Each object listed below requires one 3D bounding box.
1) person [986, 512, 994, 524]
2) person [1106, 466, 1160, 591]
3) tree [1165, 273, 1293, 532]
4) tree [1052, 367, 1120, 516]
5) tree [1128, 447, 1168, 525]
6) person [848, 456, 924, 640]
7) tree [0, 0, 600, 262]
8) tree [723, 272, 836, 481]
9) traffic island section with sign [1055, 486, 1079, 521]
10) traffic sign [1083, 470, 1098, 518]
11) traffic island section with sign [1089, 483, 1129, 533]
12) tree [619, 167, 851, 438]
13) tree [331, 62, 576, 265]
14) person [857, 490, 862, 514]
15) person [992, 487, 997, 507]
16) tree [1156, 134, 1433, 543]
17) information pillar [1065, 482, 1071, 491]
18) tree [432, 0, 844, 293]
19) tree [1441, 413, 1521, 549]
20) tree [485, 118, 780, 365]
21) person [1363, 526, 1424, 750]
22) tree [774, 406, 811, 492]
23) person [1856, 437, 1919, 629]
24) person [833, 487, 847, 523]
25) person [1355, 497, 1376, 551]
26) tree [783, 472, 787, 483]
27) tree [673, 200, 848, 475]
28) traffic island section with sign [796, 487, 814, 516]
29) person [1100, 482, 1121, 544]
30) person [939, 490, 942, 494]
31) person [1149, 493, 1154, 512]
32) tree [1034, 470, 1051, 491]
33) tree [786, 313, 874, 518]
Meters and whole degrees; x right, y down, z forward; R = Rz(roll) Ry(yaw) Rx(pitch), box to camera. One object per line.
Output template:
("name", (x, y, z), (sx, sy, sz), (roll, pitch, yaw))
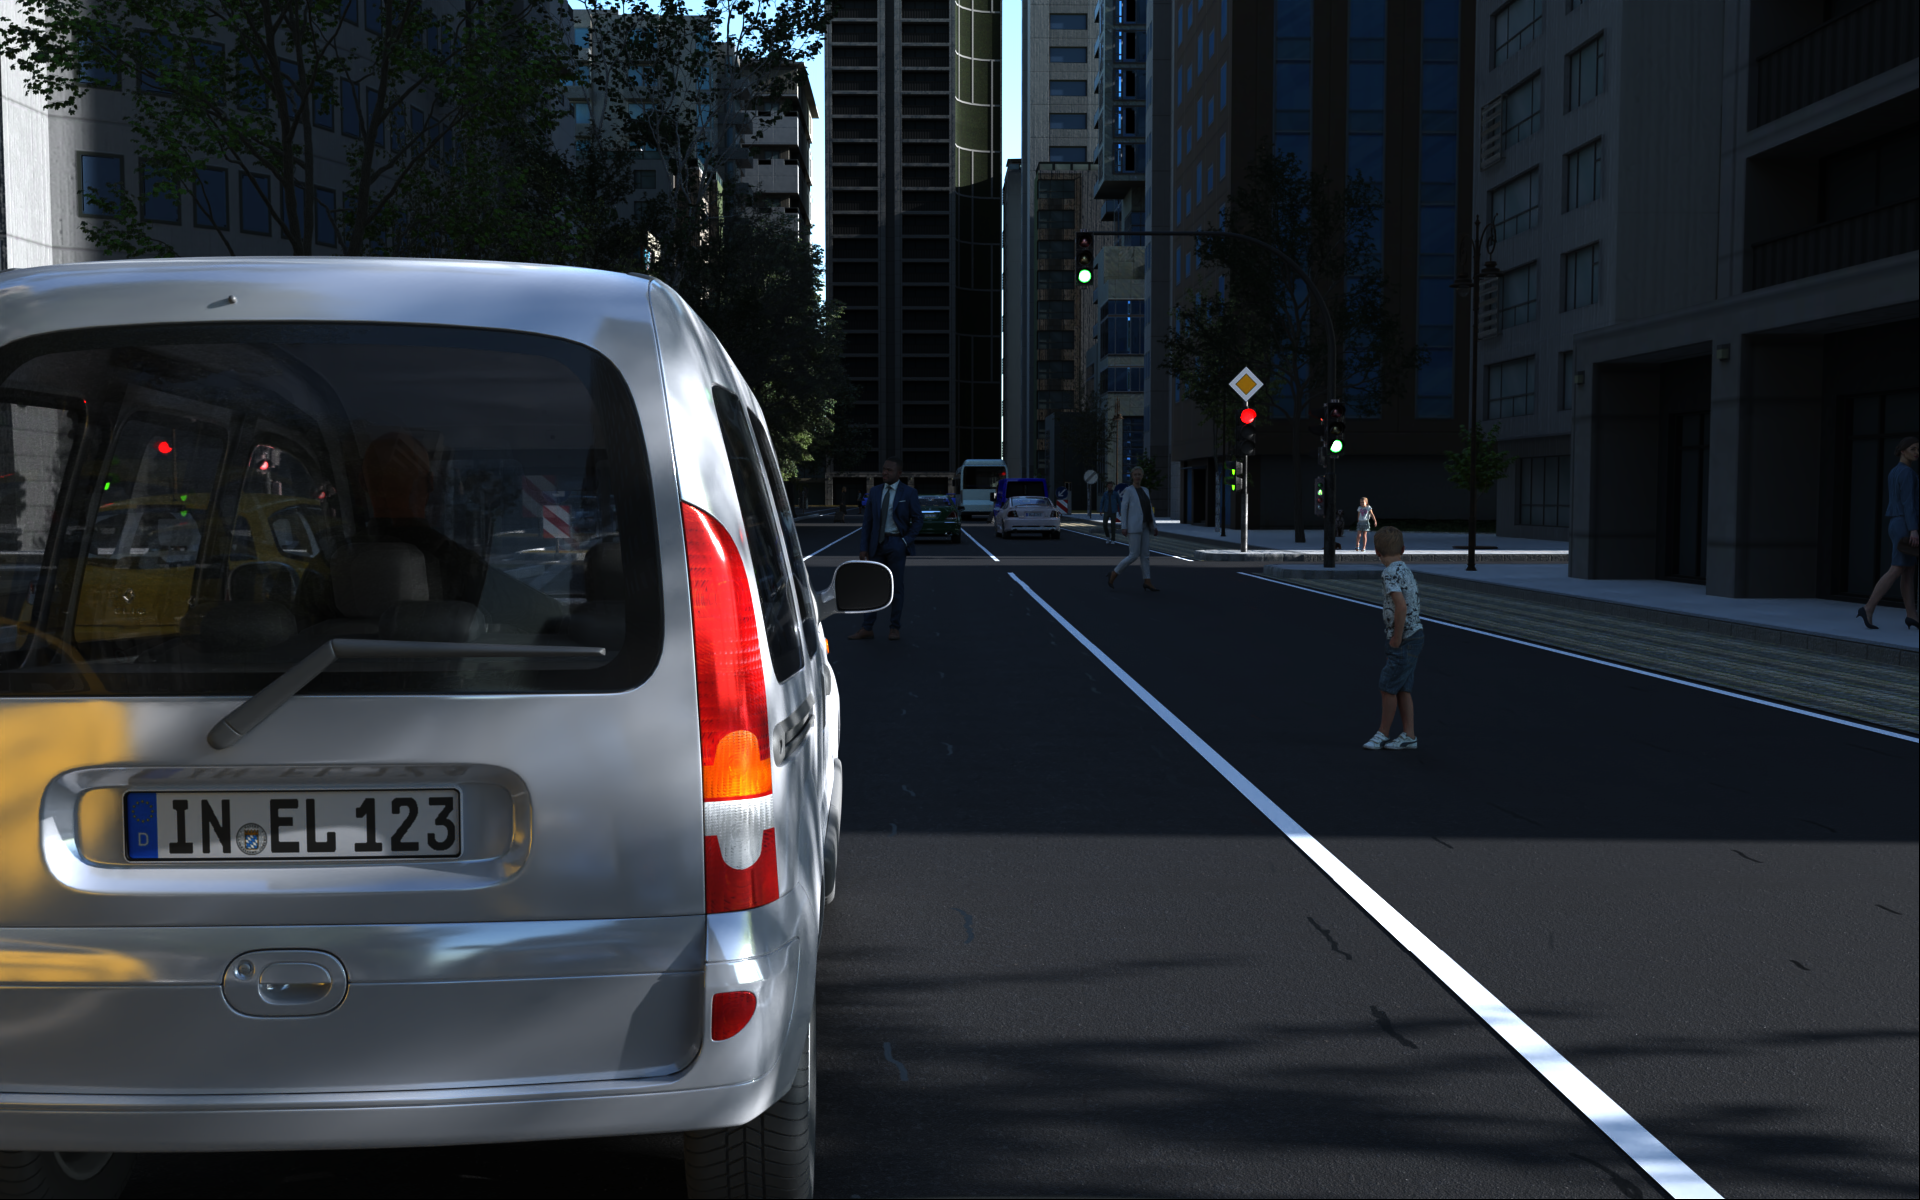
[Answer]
("person", (1.898, -4.587, 83.714), (1.509, 1.804, 0.699), (-3, 4, -38))
("person", (2.572, -1.055, 25.634), (0.818, 1.842, 0.514), (2, 4, 28))
("tree", (8.903, -6.594, 58.167), (4.737, 8.622, 4.395), (0, 3, 0))
("tree", (7.382, -9.120, 99.477), (4.360, 8.622, 3.978), (0, 3, 0))
("tree", (7.725, -4.683, 71.163), (1.663, 3.219, 1.824), (0, 3, 0))
("person", (-0.722, -0.516, 17.122), (0.721, 1.800, 0.419), (1, 4, 12))
("tree", (-7.903, -5.685, 21.156), (9.928, 11.665, 9.643), (0, 3, 0))
("tree", (-9.616, -10.036, 84.676), (7.486, 12.596, 7.792), (0, 3, 0))
("traffic island section with sign", (5.175, -5.030, 90.874), (1.989, 1.847, 2.006), (0, 4, -1))
("traffic sign", (6.861, -5.553, 90.898), (0.768, 2.556, 0.104), (0, 4, 6))
("traffic island section with sign", (5.764, -3.356, 63.498), (1.989, 1.847, 2.006), (0, 4, -1))
("tree", (-9.141, -9.299, 64.864), (12.009, 13.543, 11.850), (0, 3, 0))
("tree", (-8.415, -4.627, 28.468), (4.360, 8.622, 3.978), (0, 3, 0))
("person", (-7.360, -7.136, 125.954), (0.721, 1.735, 1.217), (0, 4, 3))
("person", (1.848, -4.512, 82.471), (0.583, 1.804, 0.606), (3, 5, 44))
("tree", (8.673, -6.800, 45.598), (7.601, 10.594, 8.767), (0, 4, 1))
("information pillar", (6.695, -6.288, 107.306), (0.304, 2.012, 0.304), (2, 4, 30))
("tree", (-10.199, -11.859, 52.249), (12.611, 20.169, 13.585), (0, 3, 0))
("tree", (12.074, -2.822, 40.739), (1.663, 3.219, 1.824), (0, 3, 0))
("tree", (-8.467, -6.416, 41.766), (8.767, 10.594, 7.601), (0, 4, -1))
("person", (2.434, 0.213, 9.706), (0.332, 1.250, 0.352), (-2, 4, -29))
("tree", (-9.522, -8.451, 90.999), (4.737, 8.622, 4.395), (0, 3, 0))
("person", (8.891, -0.633, 16.409), (0.654, 1.822, 0.581), (2, 4, 31))
("person", (-5.970, -4.765, 86.621), (0.699, 1.804, 1.509), (1, 4, 21))
("person", (9.087, -1.695, 38.774), (0.505, 1.210, 0.382), (2, 4, 27))
("tree", (-20.661, -12.644, 190.439), (4.285, 4.588, 4.351), (0, 3, 0))
("tree", (-9.297, -10.200, 75.884), (9.857, 13.997, 8.962), (0, 3, 0))
("traffic island section with sign", (-10.245, -6.399, 112.752), (2.006, 1.907, 1.989), (0, 4, -1))
("person", (4.295, -2.478, 49.364), (0.601, 1.785, 0.444), (1, 4, 18))
("person", (-2.079, -10.725, 183.866), (1.348, 1.822, 0.705), (2, 4, 26))
("person", (7.902, -4.283, 76.280), (1.509, 1.804, 0.699), (-1, 4, -18))
("tree", (6.375, -8.761, 137.848), (1.663, 3.219, 1.824), (0, 3, 0))
("tree", (-9.813, -11.036, 99.901), (9.611, 12.733, 9.660), (0, 3, 0))
